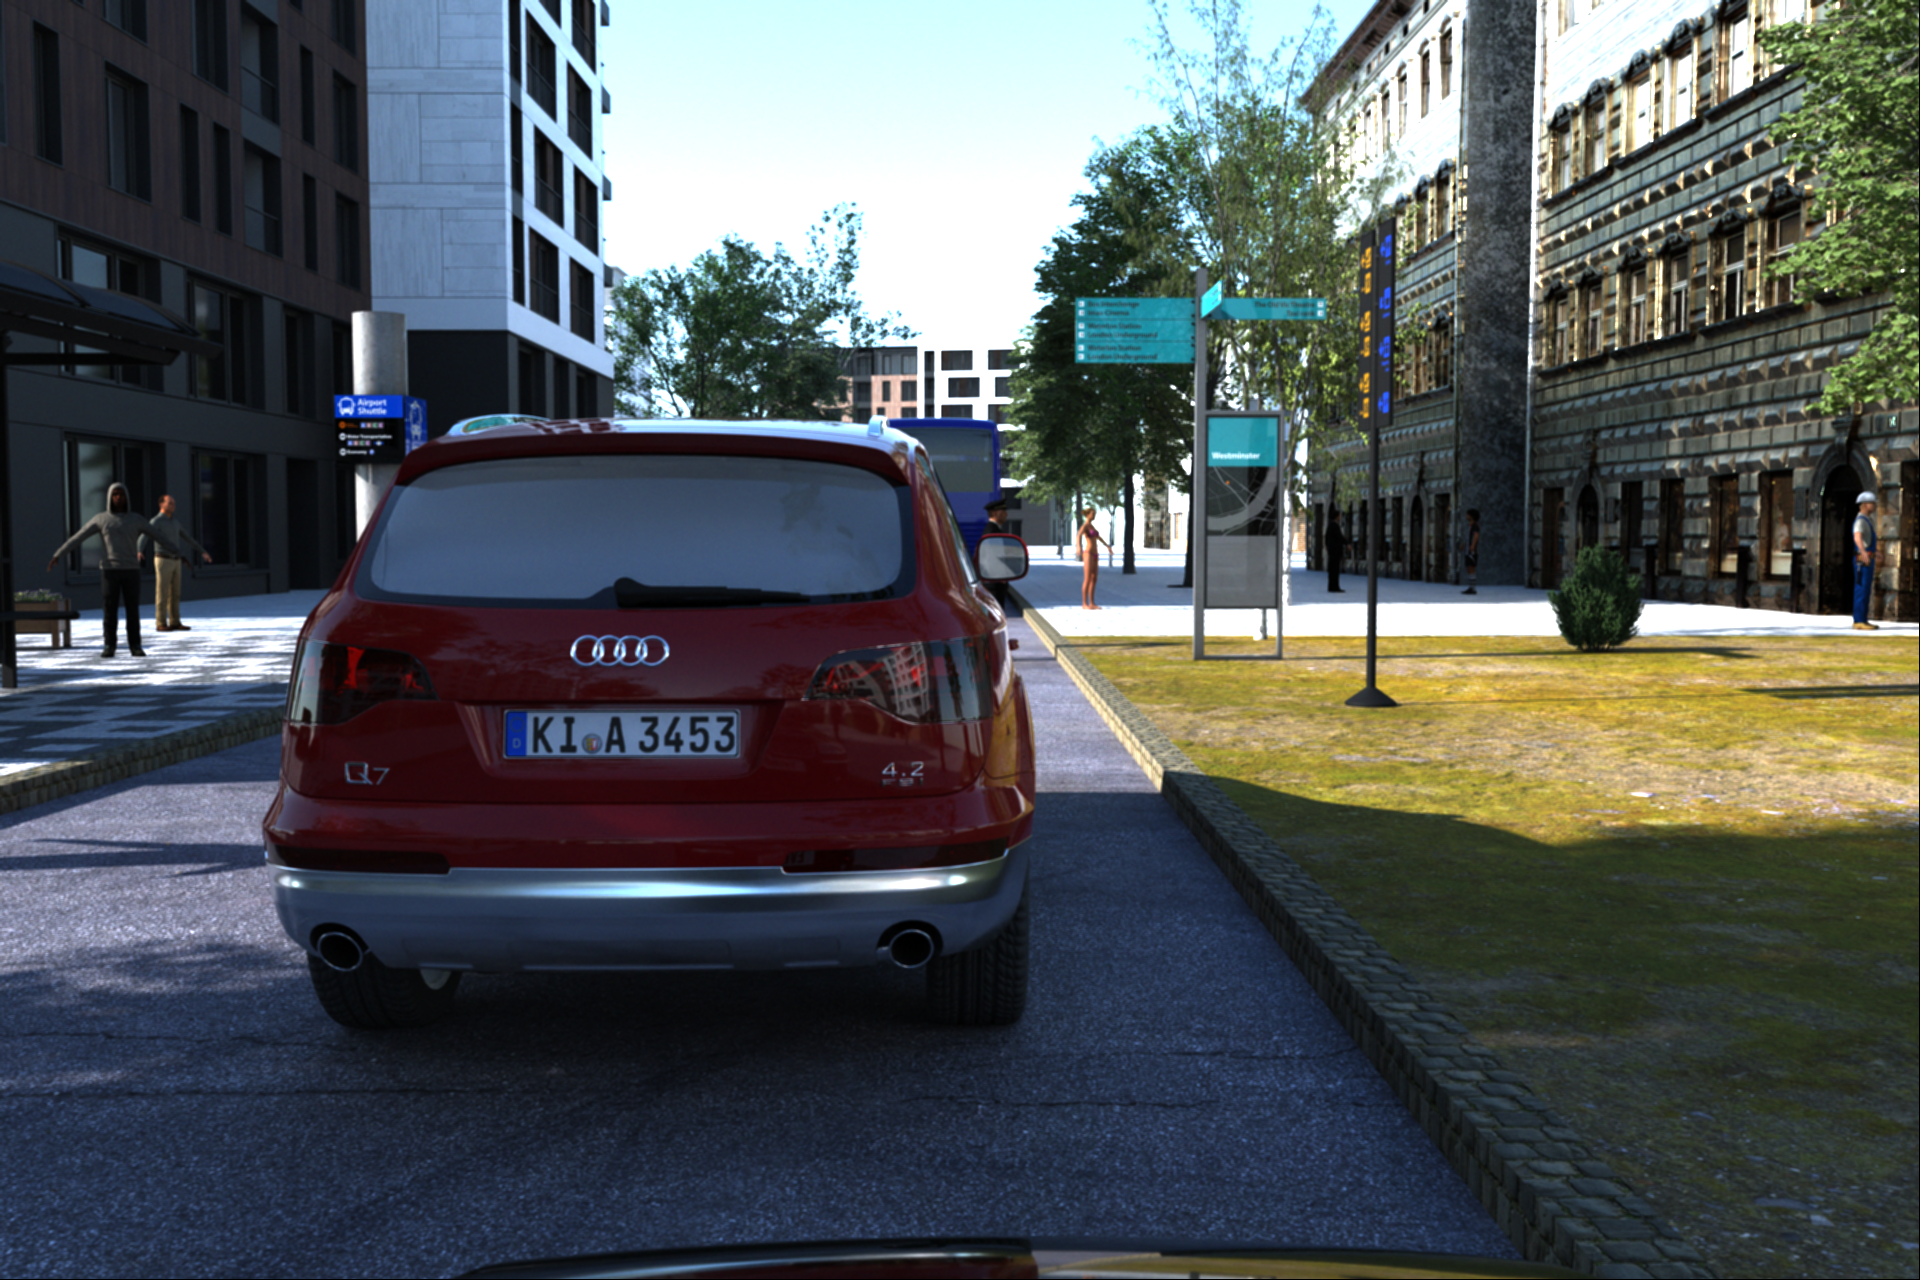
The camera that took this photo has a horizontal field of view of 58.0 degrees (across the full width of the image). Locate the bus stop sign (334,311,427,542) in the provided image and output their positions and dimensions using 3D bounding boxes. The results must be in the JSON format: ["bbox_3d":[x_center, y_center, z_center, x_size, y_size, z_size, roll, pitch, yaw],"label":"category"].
[{"bbox_3d":[-6.945,-1.946,20.832,0.837,3.901,0.837,0,4,1],"label":"bus stop sign"}]

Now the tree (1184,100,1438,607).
[{"bbox_3d":[6.034,-4.900,30.470,4.737,8.622,4.395,0,3,0],"label":"tree"}]

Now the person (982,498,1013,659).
[{"bbox_3d":[0.435,-0.685,19.600,0.705,1.837,1.347,0,4,3],"label":"person"}]

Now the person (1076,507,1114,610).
[{"bbox_3d":[2.282,-1.382,29.404,0.721,1.733,1.217,2,4,33],"label":"person"}]

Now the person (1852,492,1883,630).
[{"bbox_3d":[12.164,-1.063,23.231,0.705,1.847,1.347,2,4,35],"label":"person"}]

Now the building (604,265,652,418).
[{"bbox_3d":[-29.060,-16.316,123.194,16.016,20.090,11.380,0,4,-1],"label":"building"}]

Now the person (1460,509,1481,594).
[{"bbox_3d":[10.886,-1.884,36.954,0.704,1.843,1.345,0,4,7],"label":"person"}]

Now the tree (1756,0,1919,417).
[{"bbox_3d":[11.197,-6.021,16.574,7.486,12.596,7.792,0,3,0],"label":"tree"}]

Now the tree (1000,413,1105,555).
[{"bbox_3d":[6.055,-10.406,104.554,8.767,10.594,7.601,-1,4,-9],"label":"tree"}]

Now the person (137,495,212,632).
[{"bbox_3d":[-10.453,-1.017,22.907,0.705,1.796,1.348,1,4,17],"label":"person"}]

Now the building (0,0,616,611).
[{"bbox_3d":[-25.272,-12.050,40.991,27.936,21.610,32.646,0,4,-1],"label":"building"}]

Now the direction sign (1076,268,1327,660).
[{"bbox_3d":[2.436,-1.725,16.972,2.525,3.948,1.411,0,4,-1],"label":"direction sign"}]

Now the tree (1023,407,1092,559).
[{"bbox_3d":[5.353,-8.514,89.559,4.360,8.622,3.978,0,3,0],"label":"tree"}]

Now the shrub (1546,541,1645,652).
[{"bbox_3d":[6.945,-0.477,18.914,1.383,1.207,1.383,0,3,0],"label":"shrub"}]

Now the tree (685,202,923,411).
[{"bbox_3d":[-8.336,-14.794,97.766,12.611,20.169,13.585,0,3,0],"label":"tree"}]

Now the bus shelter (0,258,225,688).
[{"bbox_3d":[-7.179,-1.097,11.868,2.014,3.302,5.546,0,4,0],"label":"bus shelter"}]

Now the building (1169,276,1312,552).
[{"bbox_3d":[21.394,-16.957,133.668,16.016,20.090,11.380,0,4,-1],"label":"building"}]

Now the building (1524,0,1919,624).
[{"bbox_3d":[22.654,-12.249,31.197,19.493,23.208,18.063,0,4,-1],"label":"building"}]

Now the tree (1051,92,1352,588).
[{"bbox_3d":[5.719,-7.061,41.203,9.928,11.665,9.643,0,3,0],"label":"tree"}]

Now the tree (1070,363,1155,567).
[{"bbox_3d":[5.795,-7.126,66.869,4.360,8.622,3.978,0,3,0],"label":"tree"}]

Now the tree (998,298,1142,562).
[{"bbox_3d":[5.177,-9.806,78.450,7.486,12.596,7.792,0,3,0],"label":"tree"}]

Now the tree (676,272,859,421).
[{"bbox_3d":[-9.517,-10.792,83.100,9.857,13.997,8.962,0,3,0],"label":"tree"}]

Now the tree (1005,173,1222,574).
[{"bbox_3d":[5.086,-8.388,55.268,7.486,12.596,7.792,0,3,0],"label":"tree"}]

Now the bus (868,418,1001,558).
[{"bbox_3d":[-0.485,-2.825,37.734,2.896,3.916,12.251,0,4,0],"label":"bus"}]

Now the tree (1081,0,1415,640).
[{"bbox_3d":[3.764,-4.322,21.022,4.360,8.622,3.978,0,3,0],"label":"tree"}]

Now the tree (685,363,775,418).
[{"bbox_3d":[-10.298,-7.541,73.657,4.360,8.622,3.978,0,3,0],"label":"tree"}]

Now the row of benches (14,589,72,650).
[{"bbox_3d":[-11.841,-0.210,18.900,4.104,0.672,1.422,-1,4,-16],"label":"row of benches"}]

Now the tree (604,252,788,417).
[{"bbox_3d":[-9.982,-8.417,63.377,9.928,11.665,9.643,0,3,0],"label":"tree"}]

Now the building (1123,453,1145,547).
[{"bbox_3d":[22.349,-14.294,175.850,9.099,9.664,28.070,0,3,0],"label":"building"}]

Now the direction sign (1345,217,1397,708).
[{"bbox_3d":[3.079,-1.277,12.878,0.379,3.537,0.876,0,4,-2],"label":"direction sign"}]

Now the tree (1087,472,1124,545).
[{"bbox_3d":[17.866,-16.108,197.781,7.601,10.594,8.767,0,4,5],"label":"tree"}]

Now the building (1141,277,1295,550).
[{"bbox_3d":[25.918,-19.387,147.906,19.493,23.208,18.063,0,3,0],"label":"building"}]

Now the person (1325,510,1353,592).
[{"bbox_3d":[8.304,-1.961,38.242,0.705,1.806,1.347,-1,4,-10],"label":"person"}]

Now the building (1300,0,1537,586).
[{"bbox_3d":[21.526,-13.485,51.411,19.493,23.208,18.063,0,4,0],"label":"building"}]

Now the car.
[{"bbox_3d":[-0.840,0.128,6.582,2.281,1.827,5.304,0,4,-1],"label":"car"}]

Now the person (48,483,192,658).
[{"bbox_3d":[-8.749,-0.729,18.054,1.348,1.813,0.705,-2,4,-28],"label":"person"}]

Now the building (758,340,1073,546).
[{"bbox_3d":[-4.258,-21.459,197.281,32.646,21.610,27.936,1,4,10],"label":"building"}]
